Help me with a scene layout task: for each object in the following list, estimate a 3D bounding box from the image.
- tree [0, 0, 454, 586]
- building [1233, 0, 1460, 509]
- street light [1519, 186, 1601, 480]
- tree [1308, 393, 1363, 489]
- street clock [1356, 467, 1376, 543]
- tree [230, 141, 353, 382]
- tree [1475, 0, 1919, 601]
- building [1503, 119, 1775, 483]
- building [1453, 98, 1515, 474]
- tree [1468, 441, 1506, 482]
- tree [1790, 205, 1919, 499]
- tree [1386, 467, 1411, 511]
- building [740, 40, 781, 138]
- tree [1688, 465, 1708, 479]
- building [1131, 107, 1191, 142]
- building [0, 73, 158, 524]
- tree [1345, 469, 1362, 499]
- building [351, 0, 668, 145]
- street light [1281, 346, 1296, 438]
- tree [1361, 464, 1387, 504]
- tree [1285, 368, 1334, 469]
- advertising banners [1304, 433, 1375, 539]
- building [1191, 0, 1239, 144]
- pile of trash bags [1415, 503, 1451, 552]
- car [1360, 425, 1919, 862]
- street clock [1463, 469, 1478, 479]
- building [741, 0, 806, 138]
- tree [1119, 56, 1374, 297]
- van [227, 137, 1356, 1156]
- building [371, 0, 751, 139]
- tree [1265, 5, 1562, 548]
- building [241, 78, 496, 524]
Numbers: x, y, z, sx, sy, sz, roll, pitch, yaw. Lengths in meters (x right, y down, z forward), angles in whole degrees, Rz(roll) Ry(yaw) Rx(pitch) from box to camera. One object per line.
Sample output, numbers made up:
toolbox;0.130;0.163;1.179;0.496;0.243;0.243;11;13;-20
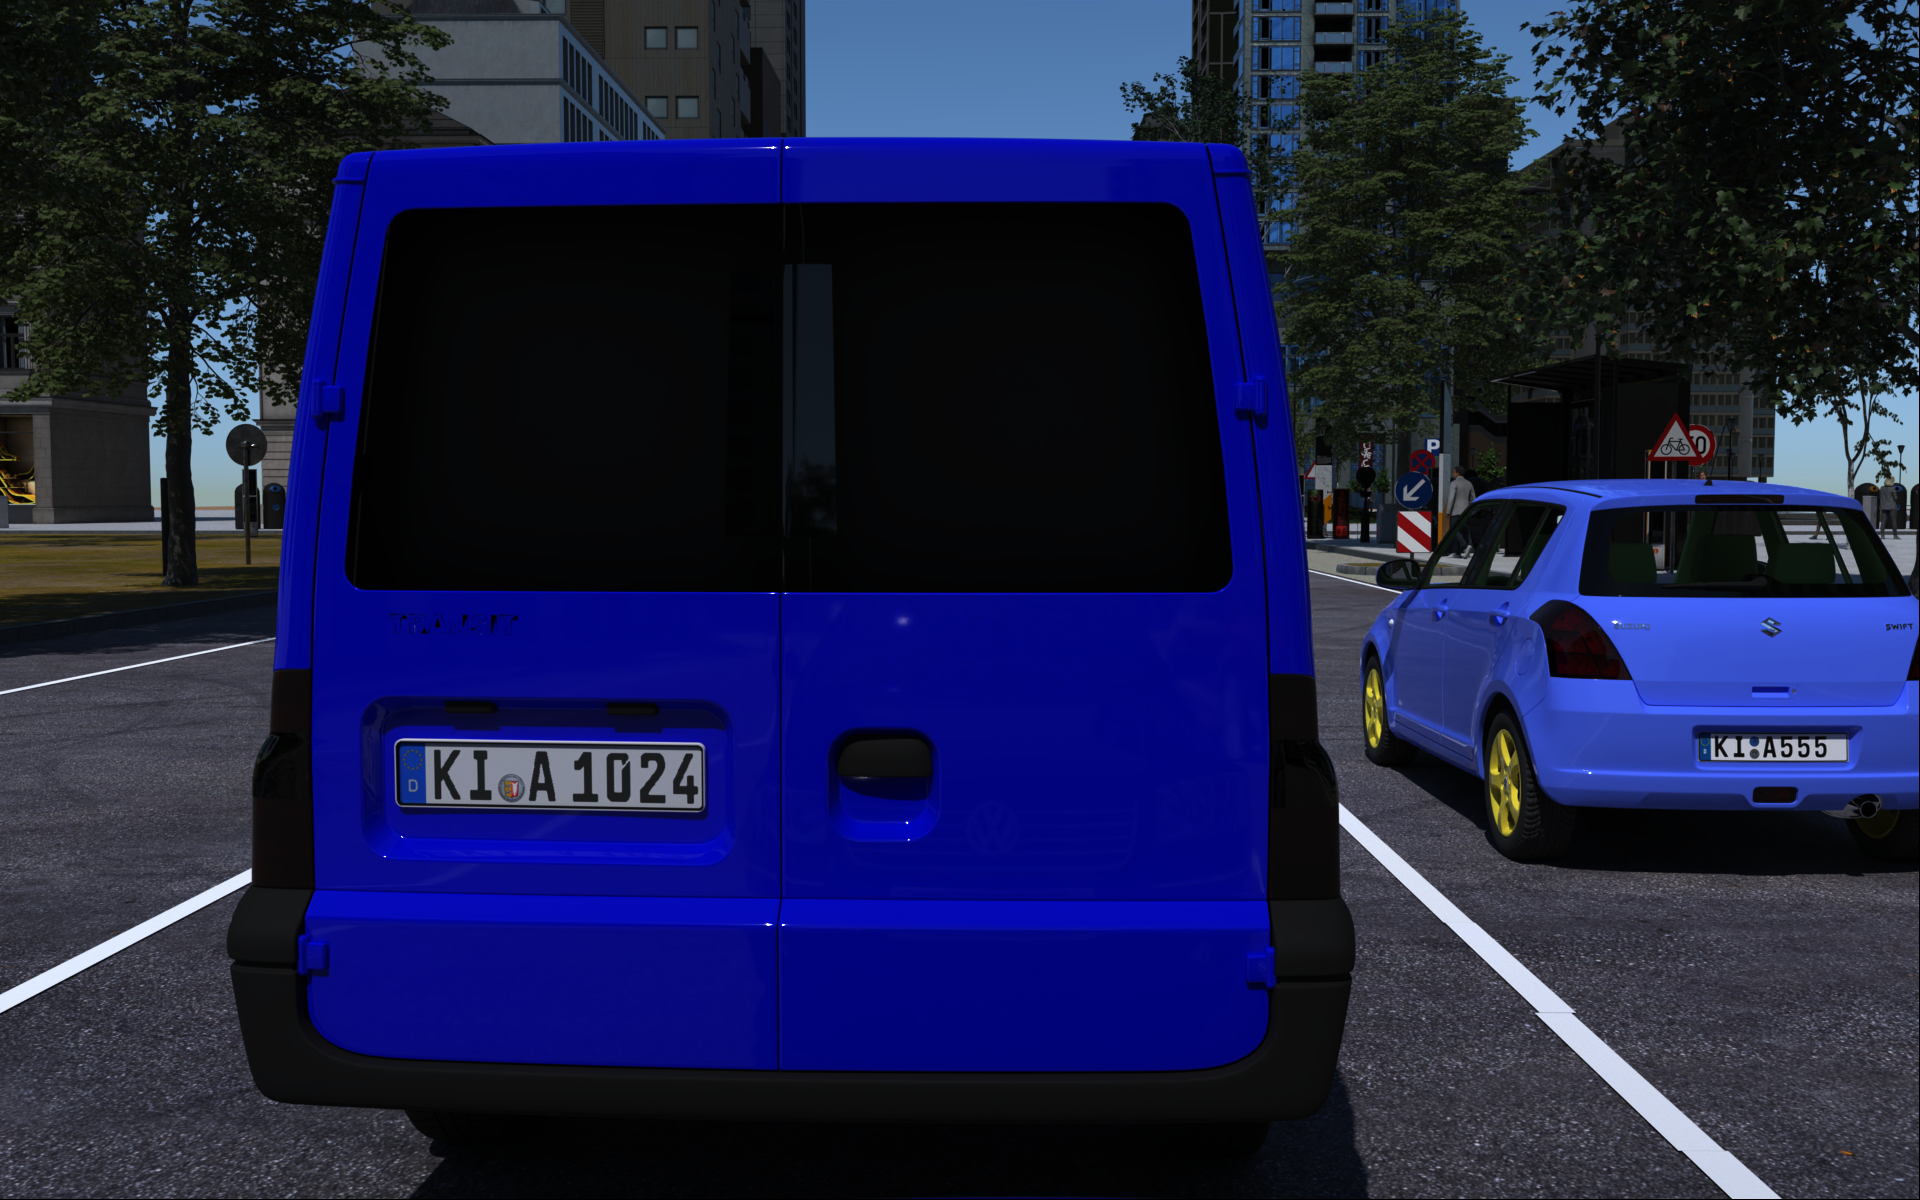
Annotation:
tree;-10.921;-6.500;24.407;7.486;12.596;7.792;0;3;0
building;34.064;-51.951;162.071;22.319;86.520;31.000;0;4;1
street light;9.135;-3.289;26.308;1.470;5.913;1.316;0;4;1
tree;25.242;-10.120;115.825;4.360;8.622;3.978;0;3;0
street clock;10.748;-2.528;45.907;0.471;2.002;0.358;-1;4;-13
tree;-12.981;-5.232;35.901;4.360;8.622;3.978;0;3;0
tree;10.447;-6.198;18.339;9.611;12.733;9.660;0;3;0
building;71.041;-30.134;184.574;23.993;40.220;32.217;0;4;1
building;52.053;-33.188;192.736;14.200;45.320;14.600;0;4;1
tree;19.341;-4.185;63.029;1.663;3.219;1.824;0;3;0
tree;20.299;-5.454;39.541;4.360;8.622;3.978;0;3;0
tree;23.669;-5.895;90.988;1.663;3.219;1.824;0;3;0
building;-25.384;-31.901;171.689;14.600;45.320;14.200;0;4;1
tree;45.343;-6.807;105.902;1.663;3.219;1.824;0;3;0
building;37.426;-40.051;244.079;27.495;52.752;28.713;0;4;1
building;-58.433;-13.897;78.131;40.483;20.767;10.553;0;4;1
tree;29.571;-8.195;128.590;1.663;3.219;1.824;0;3;0
building;-26.201;-20.126;106.555;11.434;29.767;29.804;0;4;1
street light;9.741;-4.939;53.297;1.470;5.913;1.316;0;4;1
tree;26.960;-7.075;110.285;1.663;3.219;1.824;0;3;0
tree;19.766;-9.263;101.811;4.737;8.622;4.395;0;3;0
advertising banners;10.863;-3.258;49.448;2.074;3.025;0.090;0;4;-3
building;34.350;-45.927;189.155;20.563;71.187;20.611;0;4;1
pile of trash bags;11.256;-1.727;37.987;1.912;1.369;3.447;-2;4;-26
car;2.994;0.093;8.065;1.945;1.707;3.694;0;4;1
street clock;14.881;-2.820;50.674;0.471;2.002;0.358;0;4;-8
building;-28.139;-46.055;191.258;20.611;71.187;20.563;0;4;1
tree;11.252;-13.312;73.540;12.611;20.169;13.585;0;3;0
van;-0.178;-0.065;5.447;2.240;2.365;5.245;0;4;3
building;-32.995;-34.330;150.531;28.713;52.752;27.495;0;4;1
tree;10.722;-7.485;40.499;7.486;12.596;7.792;0;3;0
building;-25.077;-13.317;82.354;10.561;19.102;19.286;0;4;1
